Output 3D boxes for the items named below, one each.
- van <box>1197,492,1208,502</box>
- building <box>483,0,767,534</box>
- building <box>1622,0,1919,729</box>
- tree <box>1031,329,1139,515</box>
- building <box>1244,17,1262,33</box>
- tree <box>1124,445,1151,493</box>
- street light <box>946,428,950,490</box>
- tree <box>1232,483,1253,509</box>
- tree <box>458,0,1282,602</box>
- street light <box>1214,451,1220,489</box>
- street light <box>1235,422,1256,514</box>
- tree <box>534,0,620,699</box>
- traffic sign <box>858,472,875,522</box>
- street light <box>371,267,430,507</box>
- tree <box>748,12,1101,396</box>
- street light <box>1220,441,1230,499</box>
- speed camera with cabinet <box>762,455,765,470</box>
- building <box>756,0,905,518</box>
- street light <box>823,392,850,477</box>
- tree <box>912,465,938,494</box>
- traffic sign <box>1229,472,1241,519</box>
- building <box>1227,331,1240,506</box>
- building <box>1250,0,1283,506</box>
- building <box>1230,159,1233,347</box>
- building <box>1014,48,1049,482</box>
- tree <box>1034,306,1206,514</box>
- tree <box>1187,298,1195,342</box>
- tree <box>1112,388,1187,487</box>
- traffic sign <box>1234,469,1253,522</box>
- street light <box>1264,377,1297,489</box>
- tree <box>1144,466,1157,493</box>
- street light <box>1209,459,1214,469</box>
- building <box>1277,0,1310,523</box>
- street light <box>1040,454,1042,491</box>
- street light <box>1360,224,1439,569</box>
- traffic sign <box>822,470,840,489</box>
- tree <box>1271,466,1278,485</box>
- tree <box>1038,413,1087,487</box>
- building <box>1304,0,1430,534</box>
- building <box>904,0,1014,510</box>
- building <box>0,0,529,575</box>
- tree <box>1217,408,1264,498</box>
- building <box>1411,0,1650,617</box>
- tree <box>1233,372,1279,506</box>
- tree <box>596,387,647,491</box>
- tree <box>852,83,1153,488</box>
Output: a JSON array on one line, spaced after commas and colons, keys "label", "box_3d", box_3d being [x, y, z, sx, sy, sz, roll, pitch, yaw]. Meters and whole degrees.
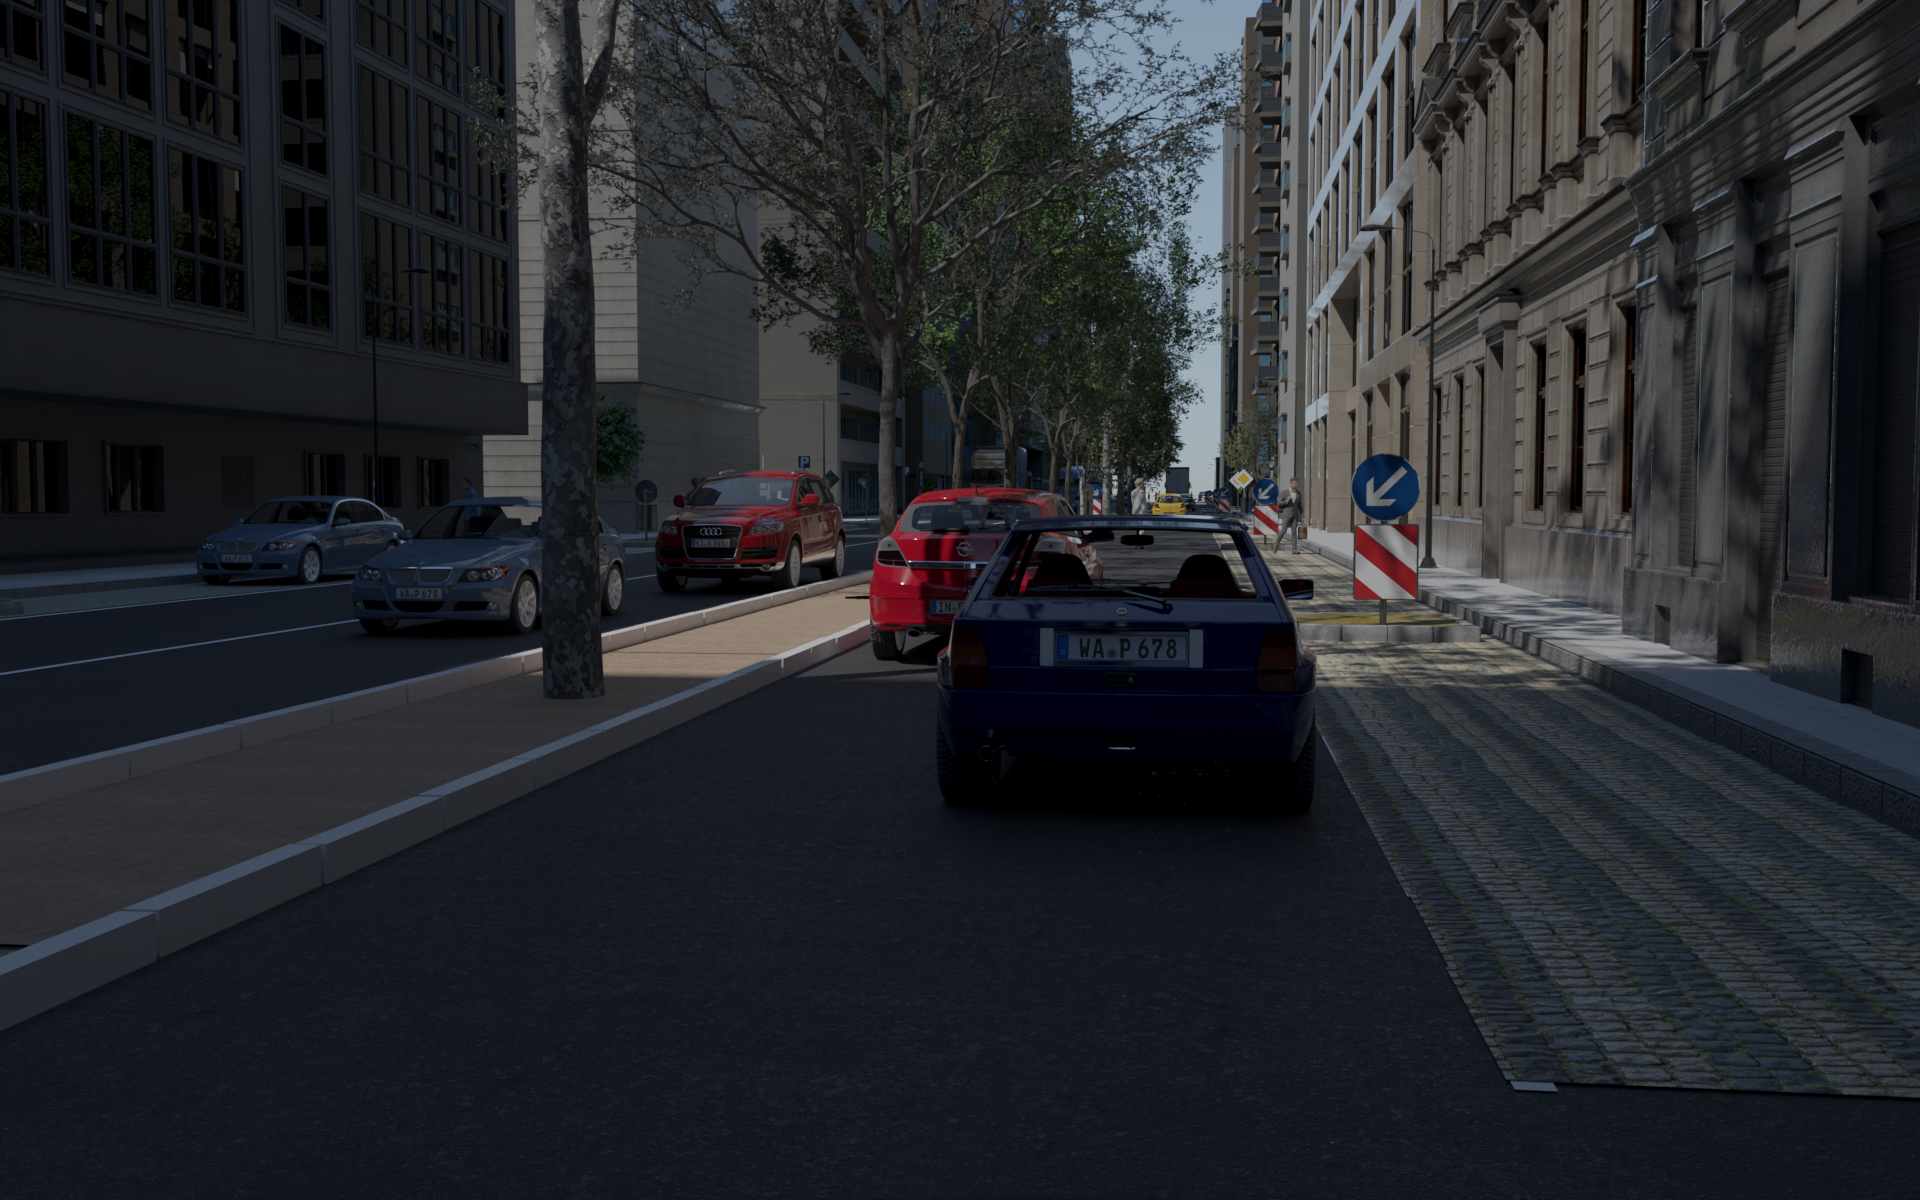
[{"label": "van", "box_3d": [40.942, -17.434, 292.048, 2.013, 2.044, 4.112, 0, 4, 7]}, {"label": "building", "box_3d": [-30.505, -17.674, 65.377, 44.131, 29.872, 17.030, 0, 4, 8]}, {"label": "building", "box_3d": [9.571, -9.587, 5.894, 9.793, 20.994, 18.267, 0, 4, 8]}, {"label": "tree", "box_3d": [4.707, -6.952, 66.480, 4.360, 8.622, 3.978, 0, 3, 0]}, {"label": "building", "box_3d": [33.023, -31.202, 160.263, 14.600, 45.320, 14.200, 0, 4, 8]}, {"label": "tree", "box_3d": [14.877, -11.621, 142.815, 4.737, 8.622, 4.395, 0, 3, 0]}, {"label": "street light", "box_3d": [-0.377, -8.934, 118.611, 1.470, 5.913, 1.316, 0, 4, 8]}, {"label": "tree", "box_3d": [25.150, -9.750, 154.009, 1.663, 3.219, 1.824, 0, 3, 0]}, {"label": "tree", "box_3d": [-0.979, -6.751, 23.212, 12.009, 13.543, 11.850, 0, 3, 0]}, {"label": "street light", "box_3d": [28.705, -13.199, 188.338, 1.470, 5.913, 1.316, 0, 4, 8]}, {"label": "street light", "box_3d": [18.515, -8.524, 111.903, 1.470, 5.913, 1.316, 0, 4, 8]}, {"label": "tree", "box_3d": [-1.635, -9.312, 10.600, 12.611, 20.169, 13.585, 0, 3, 0]}, {"label": "traffic sign", "box_3d": [-4.283, -4.626, 79.271, 0.795, 2.450, 0.064, 0, 4, 8]}, {"label": "street light", "box_3d": [-11.543, -3.863, 35.709, 1.470, 5.913, 1.316, 0, 4, 8]}, {"label": "tree", "box_3d": [-0.174, -5.890, 33.169, 8.767, 10.594, 7.601, 0, 4, 8]}, {"label": "street light", "box_3d": [23.703, -10.934, 151.305, 1.470, 5.913, 1.316, 0, 4, 8]}, {"label": "speed camera with cabinet", "box_3d": [-9.234, -5.714, 87.751, 2.038, 3.252, 0.660, 0, 4, 7]}, {"label": "building", "box_3d": [-15.405, -29.036, 98.441, 21.300, 48.544, 21.600, 0, 4, 8]}, {"label": "street light", "box_3d": [-5.696, -6.531, 79.326, 1.470, 5.913, 1.316, 0, 4, 8]}, {"label": "tree", "box_3d": [-2.192, -7.393, 115.480, 1.663, 3.219, 1.824, 0, 3, 0]}, {"label": "traffic sign", "box_3d": [12.362, -4.489, 77.039, 0.795, 2.450, 0.064, 0, 4, 8]}, {"label": "building", "box_3d": [44.519, -21.449, 195.731, 27.650, 21.520, 28.899, 0, 4, 8]}, {"label": "building", "box_3d": [32.140, -28.638, 122.852, 22.147, 44.769, 28.867, 0, 4, 8]}, {"label": "building", "box_3d": [41.017, -34.703, 217.497, 14.600, 45.320, 14.200, 0, 4, 8]}, {"label": "building", "box_3d": [-3.518, -38.000, 210.533, 28.713, 52.752, 27.495, 0, 4, 8]}, {"label": "tree", "box_3d": [9.239, -11.003, 99.358, 9.611, 12.733, 9.660, 0, 3, 0]}, {"label": "tree", "box_3d": [2.632, -6.983, 51.047, 8.767, 10.594, 7.601, 0, 4, 8]}, {"label": "tree", "box_3d": [15.595, -13.975, 149.068, 7.486, 12.596, 7.792, 0, 3, 0]}, {"label": "traffic sign", "box_3d": [11.306, -4.005, 69.123, 0.795, 2.450, 0.064, 0, 4, 8]}, {"label": "street light", "box_3d": [12.781, -5.892, 68.878, 1.470, 5.913, 1.316, 0, 4, 8]}, {"label": "tree", "box_3d": [9.890, -9.401, 106.531, 4.360, 8.622, 3.978, 0, 3, 0]}, {"label": "street light", "box_3d": [33.818, -15.575, 227.193, 1.470, 5.913, 1.316, 0, 4, 8]}, {"label": "building", "box_3d": [26.768, -28.232, 85.288, 21.600, 48.544, 21.300, 0, 4, 8]}, {"label": "street light", "box_3d": [9.598, -13.588, 194.711, 1.470, 5.913, 1.316, 0, 4, 8]}, {"label": "street light", "box_3d": [7.568, -3.506, 29.872, 1.470, 5.913, 1.316, 0, 4, 8]}, {"label": "traffic sign", "box_3d": [-5.338, -4.141, 71.355, 0.795, 2.450, 0.064, 0, 4, 8]}, {"label": "tree", "box_3d": [19.097, -6.548, 101.669, 1.663, 3.219, 1.824, 0, 3, 0]}, {"label": "tree", "box_3d": [13.375, -19.002, 228.815, 7.486, 12.596, 7.792, 0, 3, 0]}, {"label": "building", "box_3d": [20.965, -15.016, 50.024, 19.350, 26.468, 34.151, 0, 4, 8]}, {"label": "building", "box_3d": [-3.033, -30.360, 146.494, 14.600, 45.320, 14.200, 0, 4, 8]}, {"label": "building", "box_3d": [-19.561, -14.702, 33.889, 14.314, 27.812, 24.014, 0, 4, 8]}, {"label": "tree", "box_3d": [23.873, -11.964, 145.979, 4.737, 8.622, 4.395, 0, 3, 0]}, {"label": "building", "box_3d": [12.574, -9.776, 24.460, 10.561, 19.102, 19.286, 0, 4, 8]}, {"label": "tree", "box_3d": [18.417, -9.486, 105.461, 4.360, 8.622, 3.978, 0, 3, 0]}, {"label": "tree", "box_3d": [-11.094, -4.207, 52.497, 4.285, 4.588, 4.351, 0, 3, 0]}, {"label": "tree", "box_3d": [1.161, -6.977, 42.284, 9.928, 11.665, 9.643, 0, 3, 0]}]
